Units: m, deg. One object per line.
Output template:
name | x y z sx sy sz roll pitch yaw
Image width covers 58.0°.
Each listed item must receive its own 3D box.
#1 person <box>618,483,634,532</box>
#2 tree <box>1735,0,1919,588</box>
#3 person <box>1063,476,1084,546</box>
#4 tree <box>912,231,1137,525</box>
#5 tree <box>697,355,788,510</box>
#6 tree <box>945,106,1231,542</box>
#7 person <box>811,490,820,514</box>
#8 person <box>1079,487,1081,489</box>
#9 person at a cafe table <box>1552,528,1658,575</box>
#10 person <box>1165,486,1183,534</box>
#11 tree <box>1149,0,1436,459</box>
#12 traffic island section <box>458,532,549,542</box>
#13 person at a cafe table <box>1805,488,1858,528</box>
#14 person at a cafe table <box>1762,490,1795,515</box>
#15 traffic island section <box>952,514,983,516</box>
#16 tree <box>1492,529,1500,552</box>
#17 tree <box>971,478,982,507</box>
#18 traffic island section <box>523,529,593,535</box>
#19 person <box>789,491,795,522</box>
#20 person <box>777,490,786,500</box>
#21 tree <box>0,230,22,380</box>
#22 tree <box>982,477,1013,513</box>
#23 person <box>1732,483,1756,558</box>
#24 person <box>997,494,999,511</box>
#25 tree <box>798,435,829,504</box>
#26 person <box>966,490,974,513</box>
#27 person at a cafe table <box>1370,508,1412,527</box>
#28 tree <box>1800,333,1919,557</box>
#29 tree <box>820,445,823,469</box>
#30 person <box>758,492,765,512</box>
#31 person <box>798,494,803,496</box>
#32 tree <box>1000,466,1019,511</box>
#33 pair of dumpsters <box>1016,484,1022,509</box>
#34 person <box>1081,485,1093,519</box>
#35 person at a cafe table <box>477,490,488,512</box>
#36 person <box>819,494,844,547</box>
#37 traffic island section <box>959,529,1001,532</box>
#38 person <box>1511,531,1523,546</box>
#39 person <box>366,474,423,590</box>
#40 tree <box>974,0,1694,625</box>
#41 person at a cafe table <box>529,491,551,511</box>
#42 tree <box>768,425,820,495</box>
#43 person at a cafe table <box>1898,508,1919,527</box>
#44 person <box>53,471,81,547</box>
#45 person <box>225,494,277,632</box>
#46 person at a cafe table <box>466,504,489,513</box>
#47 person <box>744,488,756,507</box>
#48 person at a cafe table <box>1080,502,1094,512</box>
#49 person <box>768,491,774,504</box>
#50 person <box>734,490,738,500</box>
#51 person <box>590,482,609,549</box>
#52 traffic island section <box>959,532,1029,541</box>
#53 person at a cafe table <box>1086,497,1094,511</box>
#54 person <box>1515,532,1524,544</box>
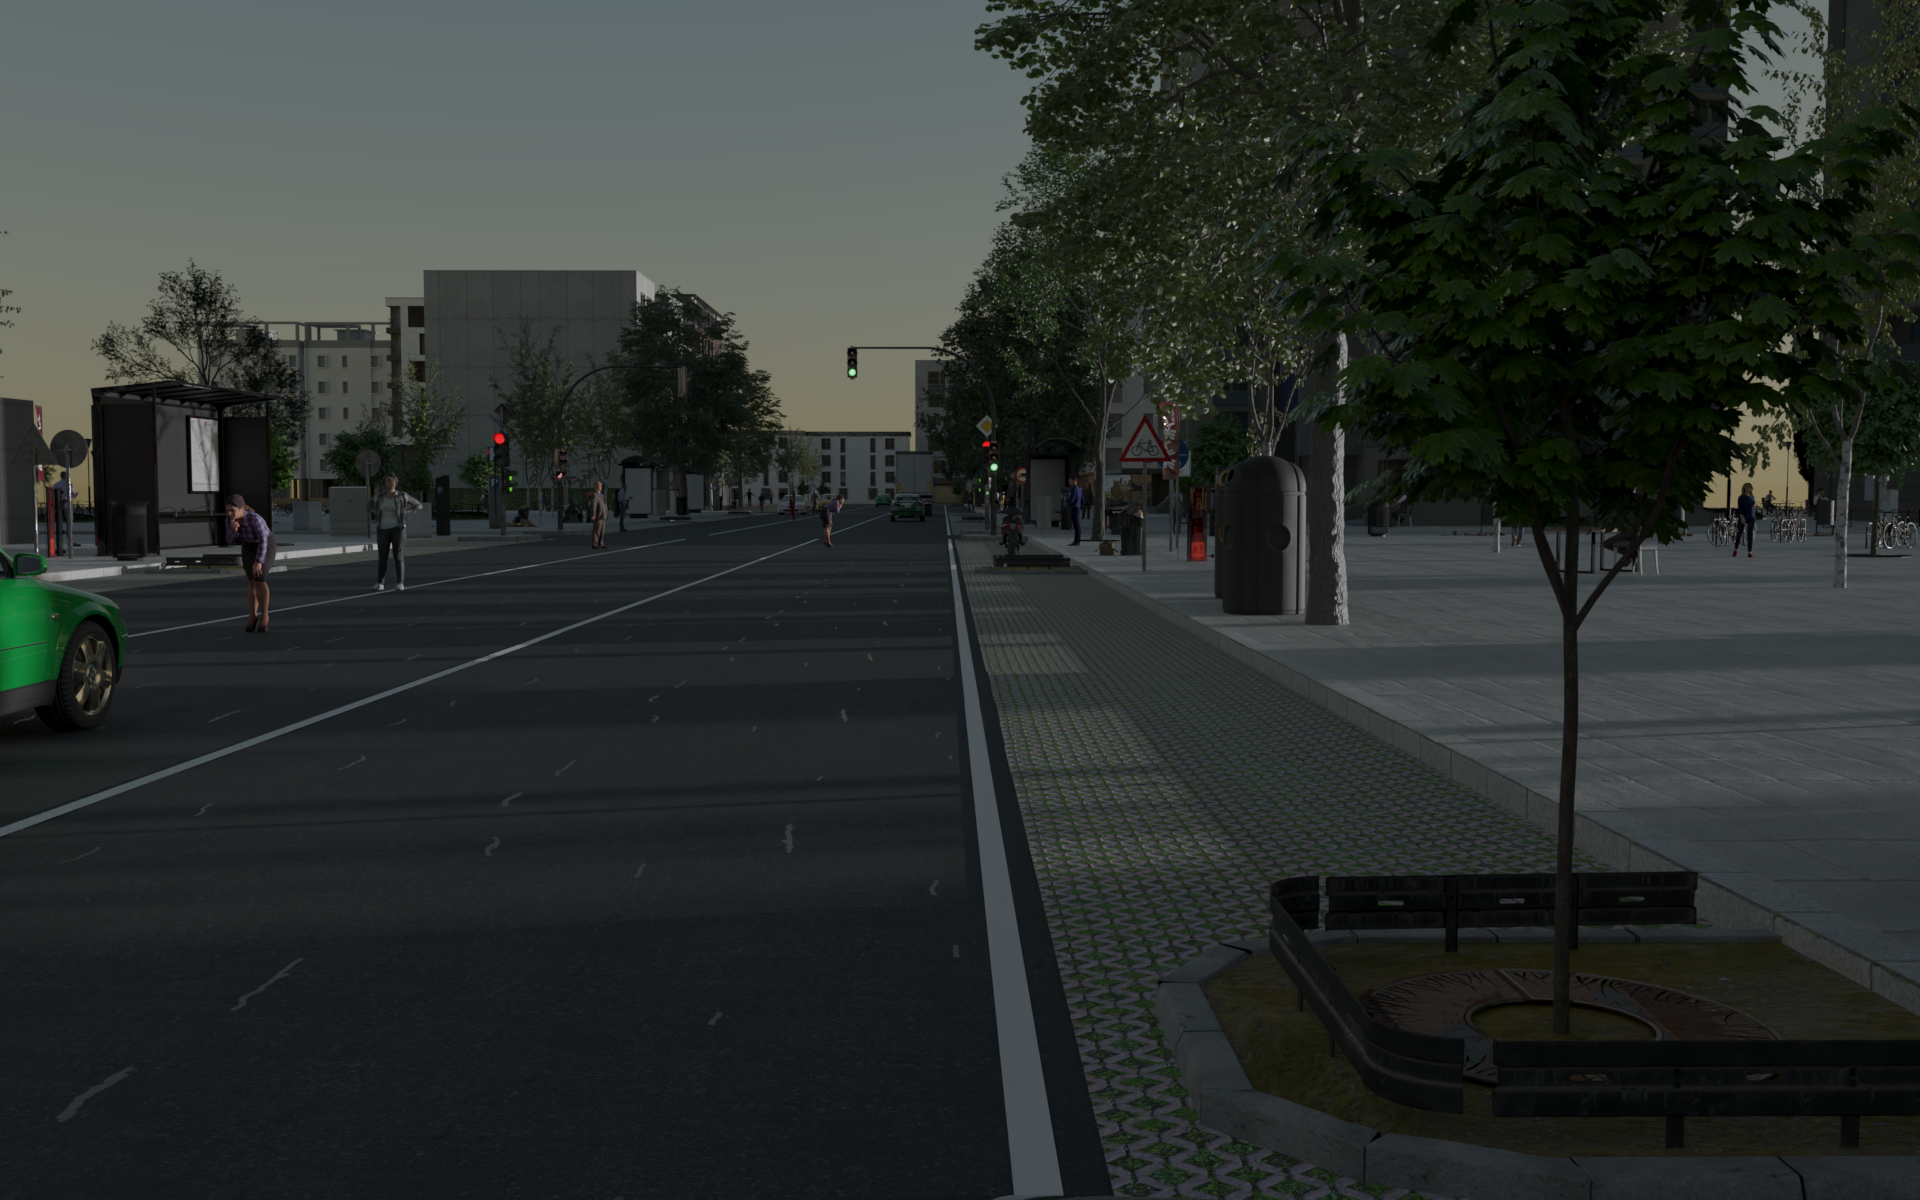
person | -12.752 -3.536 66.183 0.599 1.838 0.709 -1 4 -11
tree | 12.183 -4.490 23.772 4.737 8.622 4.395 0 3 0
person | 2.799 -2.216 42.977 0.504 1.737 0.576 1 4 8
tree | 2.962 -9.533 72.879 9.611 12.733 9.660 0 3 0
tree | -17.917 -13.631 140.987 7.486 12.596 7.792 0 3 0
tree | 3.856 -7.387 46.526 9.928 11.665 9.643 0 3 0
person | -10.644 -7.244 127.498 0.990 1.755 0.434 3 5 44
person | 9.255 -7.739 132.715 0.789 1.805 0.875 0 4 -3
person at a cafe table | 10.629 -1.202 28.161 1.698 1.524 1.622 -2 4 -28
person | 7.371 -3.044 58.996 0.376 1.734 0.841 -2 4 -32
tree | 4.635 -4.553 24.808 4.360 8.622 3.978 0 3 0
traffic island section | -14.126 -1.910 53.512 2.009 0.180 2.903 0 4 -1
person at a cafe table | 33.630 -3.579 67.039 1.622 1.524 1.698 3 5 41
person at a cafe table | 49.995 -5.984 106.346 1.698 1.524 1.622 -1 4 -21
traffic island section | 0.468 -5.528 113.244 1.991 0.108 1.994 0 4 -1
tree | 11.576 -5.347 37.791 4.360 8.622 3.978 0 3 0
tree | 1.876 -10.946 173.564 1.663 3.219 1.824 0 3 0
traffic island section | -14.203 -2.399 61.497 2.009 0.180 2.903 0 4 -1
person | -8.683 -4.857 89.612 0.444 1.614 0.593 2 4 27
person | -17.679 -10.104 172.068 1.217 1.723 0.721 2 4 28
tree | -21.416 -5.219 35.688 4.360 8.622 3.978 0 3 0
tree | 2.831 -7.430 116.084 1.663 3.219 1.824 0 3 0
person | 15.928 -1.628 35.200 0.480 1.512 0.613 -2 4 -24
person | 2.676 -7.479 129.259 0.436 1.711 0.756 1 4 9
tree | -18.492 -16.068 213.067 4.360 8.622 3.978 0 3 0
person | 0.784 -7.323 128.684 0.683 1.767 0.568 0 4 6
person at a cafe table | 16.856 -3.610 67.538 1.622 1.524 1.698 0 4 8
tree | 18.782 -3.169 35.524 4.285 4.588 4.351 0 3 0
tree | -18.298 -15.465 203.212 4.737 8.622 4.395 0 3 0
person | -15.482 -7.581 134.654 0.569 1.553 0.471 0 4 6
person | -17.804 -11.439 192.944 0.709 1.838 0.599 -1 4 -9
tree | 3.173 -10.776 126.542 4.360 8.622 3.978 0 3 0
pair of dumpsters | 4.383 -6.700 112.044 1.574 2.255 4.437 0 4 -1
person | 6.441 -4.975 88.076 0.565 1.739 0.600 -1 4 -20
person at a cafe table | -27.810 -5.708 101.835 1.698 1.524 1.622 -1 4 -18
person | -3.451 -2.134 46.620 0.697 1.427 0.421 -2 4 -27
traffic island section | 0.977 -2.407 61.638 2.009 0.180 2.903 0 4 -1
person | 13.687 -2.104 42.659 0.471 1.553 0.569 -2 4 -33
person | -8.498 -1.020 25.893 0.841 1.734 0.376 0 4 3
tree | 3.920 -6.014 16.462 7.486 12.596 7.792 0 3 0
person at a cafe table | -32.392 -7.686 134.177 1.698 1.524 1.622 -2 4 -31
tree | -18.010 -14.153 181.763 4.737 8.622 4.395 0 3 0
person at a cafe table | 38.169 -3.640 68.032 1.698 1.524 1.622 0 4 -4
person | -21.825 -2.229 42.360 0.709 1.838 0.599 0 4 4
person | -7.334 -0.377 17.901 0.421 1.427 0.697 1 4 8
person at a cafe table | -26.735 -5.325 97.917 1.726 1.238 1.698 3 5 43
person | -21.565 -10.513 177.560 1.348 1.869 0.705 1 4 17
person at a cafe table | 8.943 -7.062 123.977 1.622 1.524 1.698 -2 4 -31
person | -23.787 -12.809 217.933 1.348 1.823 0.705 3 4 38
person | -22.364 -10.162 172.905 0.721 1.735 1.217 -1 4 -22
person | -9.449 -2.229 45.501 0.434 1.755 0.990 1 4 14
traffic island section | 1.054 -1.919 53.653 2.009 0.180 2.903 0 4 -1
person at a cafe table | 9.599 -7.308 130.350 1.698 1.238 1.726 -1 4 -18
person | 14.242 -2.325 44.185 0.598 1.807 0.434 -3 5 -43
